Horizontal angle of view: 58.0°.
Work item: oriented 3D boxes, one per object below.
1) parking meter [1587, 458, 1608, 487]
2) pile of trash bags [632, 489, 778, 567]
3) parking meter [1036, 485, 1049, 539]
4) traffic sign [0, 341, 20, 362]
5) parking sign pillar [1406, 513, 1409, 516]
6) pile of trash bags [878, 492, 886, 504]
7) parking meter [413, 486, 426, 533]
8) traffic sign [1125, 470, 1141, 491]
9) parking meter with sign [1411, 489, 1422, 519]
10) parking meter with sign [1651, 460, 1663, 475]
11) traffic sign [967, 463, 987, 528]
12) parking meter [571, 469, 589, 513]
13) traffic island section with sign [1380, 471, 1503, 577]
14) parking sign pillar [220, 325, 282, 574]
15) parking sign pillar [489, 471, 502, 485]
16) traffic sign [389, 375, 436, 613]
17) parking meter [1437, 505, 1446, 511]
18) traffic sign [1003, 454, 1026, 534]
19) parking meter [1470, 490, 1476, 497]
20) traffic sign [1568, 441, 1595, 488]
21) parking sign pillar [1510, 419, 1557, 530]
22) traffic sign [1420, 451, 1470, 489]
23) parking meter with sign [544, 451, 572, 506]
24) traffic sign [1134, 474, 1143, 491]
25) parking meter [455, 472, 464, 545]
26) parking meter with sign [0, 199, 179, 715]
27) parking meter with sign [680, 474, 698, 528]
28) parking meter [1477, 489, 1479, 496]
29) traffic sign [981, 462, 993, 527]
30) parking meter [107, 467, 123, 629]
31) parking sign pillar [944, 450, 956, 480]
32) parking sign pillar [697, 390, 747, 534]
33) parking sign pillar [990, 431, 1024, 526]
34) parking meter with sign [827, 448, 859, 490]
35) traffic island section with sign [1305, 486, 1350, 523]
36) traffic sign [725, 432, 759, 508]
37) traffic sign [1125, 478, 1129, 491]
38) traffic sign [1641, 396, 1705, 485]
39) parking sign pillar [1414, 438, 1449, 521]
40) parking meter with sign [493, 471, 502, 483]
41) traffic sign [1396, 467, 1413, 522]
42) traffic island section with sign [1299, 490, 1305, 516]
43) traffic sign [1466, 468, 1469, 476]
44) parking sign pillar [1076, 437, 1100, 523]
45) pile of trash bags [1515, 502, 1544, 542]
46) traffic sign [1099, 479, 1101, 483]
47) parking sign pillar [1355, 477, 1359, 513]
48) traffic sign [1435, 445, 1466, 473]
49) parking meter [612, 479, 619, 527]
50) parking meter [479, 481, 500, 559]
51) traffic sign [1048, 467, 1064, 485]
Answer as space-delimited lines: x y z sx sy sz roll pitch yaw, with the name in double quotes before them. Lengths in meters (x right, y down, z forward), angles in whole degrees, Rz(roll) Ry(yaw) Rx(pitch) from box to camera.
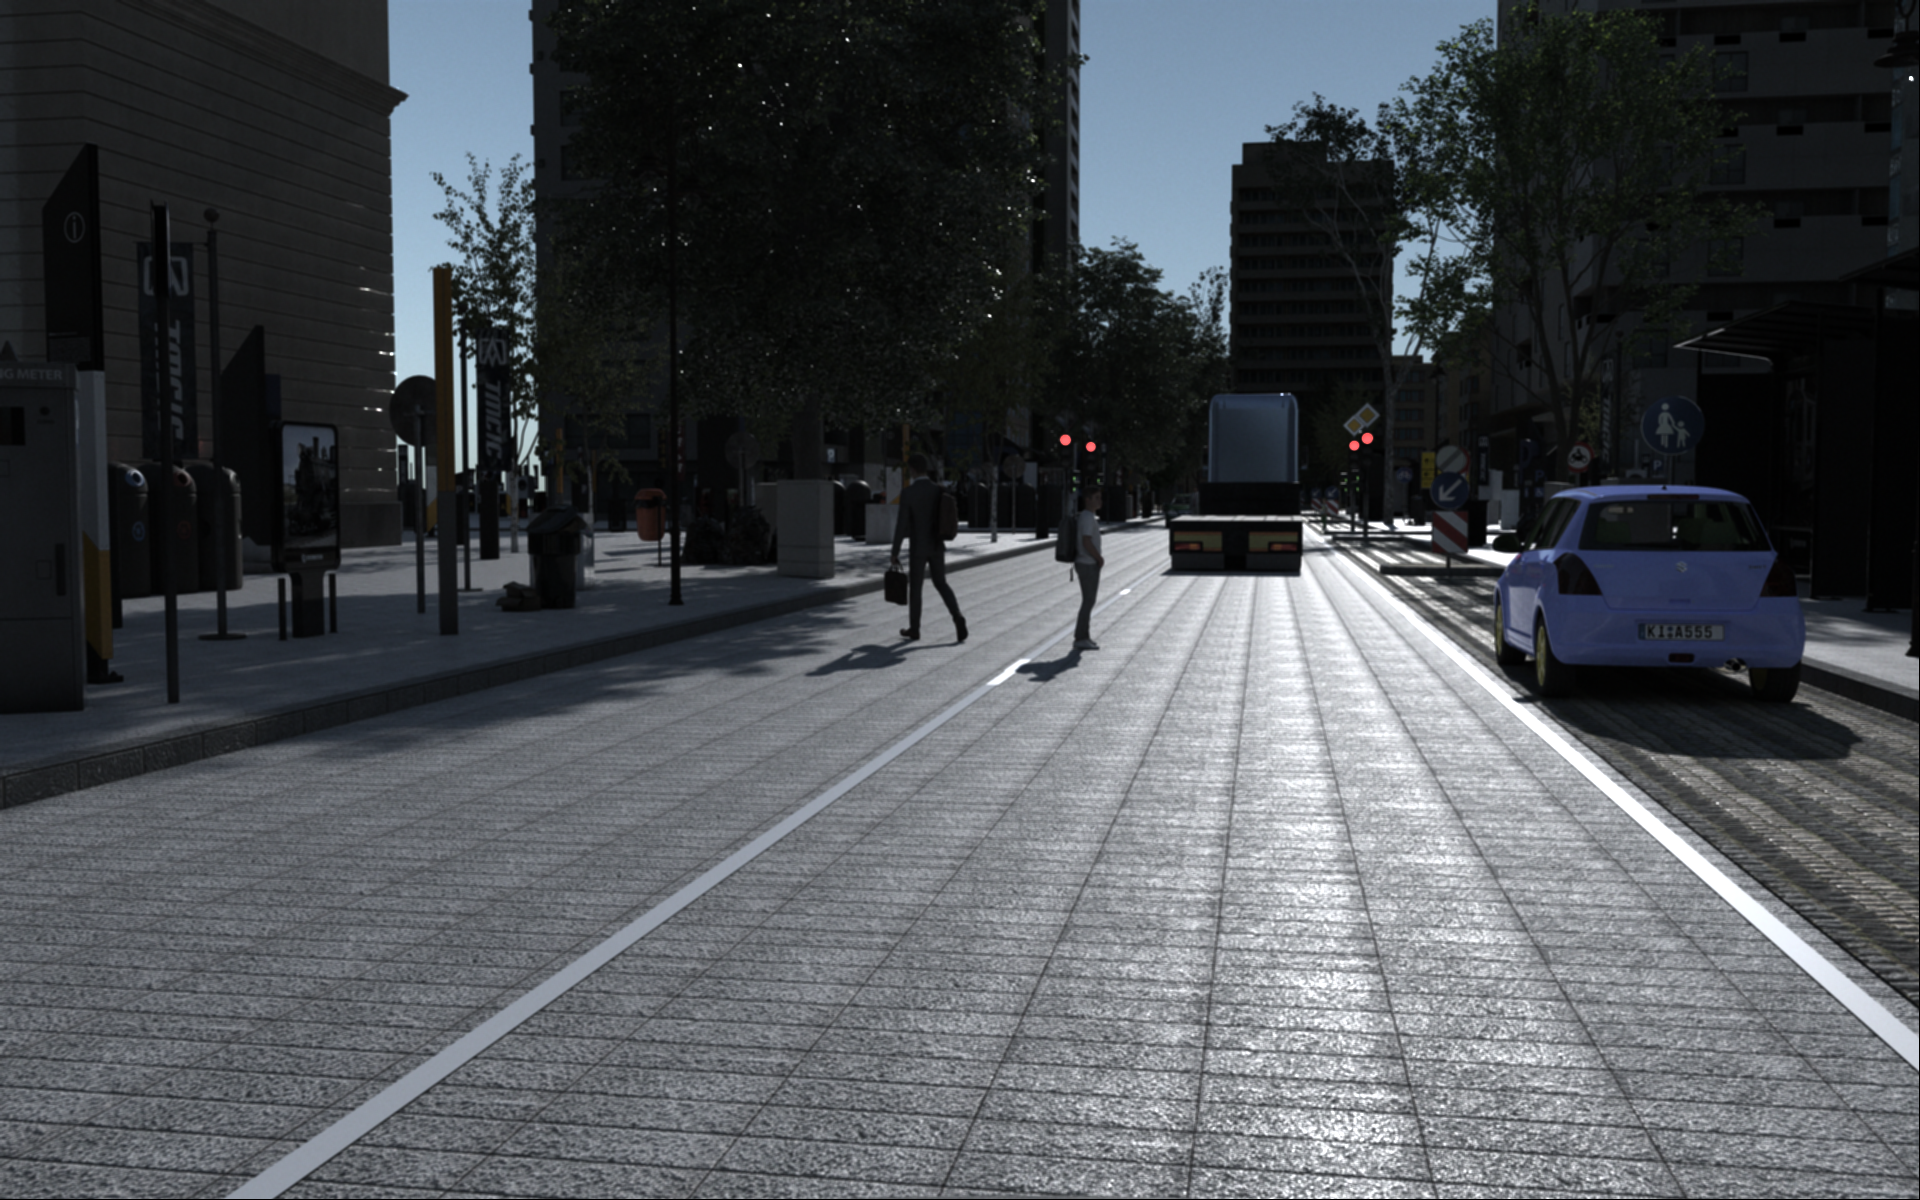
"parking meter" 10.393 -1.380 28.268 0.255 1.863 0.399 1 4 9
"pile of trash bags" -4.425 -1.335 31.576 3.447 1.369 1.912 -3 5 -43
"parking meter" 2.374 -2.542 49.973 0.372 1.533 0.369 0 3 0
"traffic sign" -8.080 -0.901 14.730 0.884 2.594 0.081 1 4 19
"parking sign pillar" 26.532 -6.825 100.055 1.447 3.967 1.447 2 4 30
"pile of trash bags" -2.272 -3.641 69.281 1.912 1.369 3.447 -2 4 -34
"parking meter" -17.631 -2.943 56.528 0.372 1.533 0.369 0 3 0
"traffic sign" 9.399 -5.749 94.005 0.884 2.594 0.081 1 4 12
"parking meter with sign" 24.093 -5.673 89.011 1.738 3.016 0.543 2 4 33
"parking meter with sign" 35.428 -5.662 88.831 0.543 3.016 1.738 0 4 2
"traffic sign" 0.616 -3.872 64.496 0.795 2.450 0.064 1 4 20
"parking meter" -9.002 -2.163 41.075 0.255 1.863 0.399 2 4 25
"traffic island section with sign" 8.549 -1.363 30.911 1.989 1.847 2.006 1 4 10
"parking sign pillar" -11.593 -2.432 28.239 1.447 3.967 1.447 3 4 38
"parking sign pillar" -34.177 -8.466 126.893 1.447 3.967 1.447 2 4 34
"traffic sign" -5.811 -1.131 18.604 0.768 2.556 0.104 1 4 18
"parking meter" 18.439 -3.542 66.327 0.372 1.533 0.369 0 3 0
"traffic sign" 1.724 -3.385 55.452 0.768 2.556 0.104 1 4 19
"parking meter" 35.454 -6.812 119.784 0.372 1.533 0.369 0 3 0
"traffic sign" 14.856 -2.542 41.667 0.768 2.556 0.104 1 4 15
"parking sign pillar" 20.338 -4.469 61.537 1.447 3.967 1.447 0 4 -4
"traffic sign" 23.047 -5.408 82.297 2.265 3.308 0.079 1 4 13
"parking meter with sign" -16.035 -4.531 70.339 0.543 3.016 1.738 2 4 33
"traffic sign" 10.914 -6.544 107.100 0.768 2.556 0.104 1 4 14
"parking meter" -12.603 -2.321 43.663 0.399 1.863 0.255 0 4 -4
"parking meter with sign" -5.589 -0.854 10.221 1.738 3.016 0.543 -1 4 -23
"parking meter with sign" -9.819 -4.283 66.286 1.738 3.016 0.543 -2 4 -25
"parking meter" 33.371 -6.435 110.930 0.399 1.863 0.255 -1 4 -11
"traffic sign" 1.125 -4.172 68.316 0.768 2.556 0.104 1 4 11
"parking meter" -8.210 -0.495 16.508 0.372 1.533 0.369 0 3 0
"parking sign pillar" -0.574 -6.874 100.855 1.447 3.967 1.447 1 4 12
"parking sign pillar" -5.970 -3.360 43.406 1.447 3.967 1.447 2 4 35
"parking sign pillar" 1.904 -4.983 69.947 1.447 3.967 1.447 1 4 12
"parking meter with sign" -4.253 -4.313 66.781 1.738 3.016 0.543 -3 5 -39
"traffic island section with sign" 18.195 -4.692 85.345 1.989 1.847 2.006 1 4 10
"traffic sign" -4.469 -2.157 35.379 0.768 2.556 0.104 1 4 18
"traffic sign" 13.189 -8.316 136.072 0.768 2.556 0.104 1 4 19
"traffic sign" 9.244 -1.371 22.527 0.768 2.556 0.104 1 4 18
"parking sign pillar" 22.962 -5.809 83.445 1.447 3.967 1.447 3 5 40
"parking meter with sign" -27.769 -6.510 102.699 0.543 3.016 1.738 1 4 9
"traffic sign" 20.752 -4.942 80.906 0.768 2.556 0.104 1 4 16
"traffic island section with sign" 22.979 -6.351 112.461 1.989 1.847 2.006 1 4 10
"traffic sign" 17.741 -3.769 61.729 0.768 2.556 0.104 1 4 15
"parking sign pillar" 5.549 -5.433 77.294 1.447 3.967 1.447 2 4 28
"pile of trash bags" 16.591 -2.276 46.966 3.447 1.369 1.912 -3 5 -42
"traffic sign" 9.099 -6.803 111.328 0.768 2.556 0.104 1 4 15
"parking sign pillar" 27.640 -8.061 120.266 1.447 3.967 1.447 1 4 22
"traffic sign" 12.777 -2.757 45.189 0.768 2.556 0.104 1 4 12
"parking meter" -13.441 -3.783 67.558 0.255 1.863 0.399 -1 4 -14
"parking meter" -9.275 -1.573 34.122 0.372 1.533 0.369 0 3 0
"traffic sign" 3.666 -3.922 66.257 0.606 2.300 0.079 1 4 16
